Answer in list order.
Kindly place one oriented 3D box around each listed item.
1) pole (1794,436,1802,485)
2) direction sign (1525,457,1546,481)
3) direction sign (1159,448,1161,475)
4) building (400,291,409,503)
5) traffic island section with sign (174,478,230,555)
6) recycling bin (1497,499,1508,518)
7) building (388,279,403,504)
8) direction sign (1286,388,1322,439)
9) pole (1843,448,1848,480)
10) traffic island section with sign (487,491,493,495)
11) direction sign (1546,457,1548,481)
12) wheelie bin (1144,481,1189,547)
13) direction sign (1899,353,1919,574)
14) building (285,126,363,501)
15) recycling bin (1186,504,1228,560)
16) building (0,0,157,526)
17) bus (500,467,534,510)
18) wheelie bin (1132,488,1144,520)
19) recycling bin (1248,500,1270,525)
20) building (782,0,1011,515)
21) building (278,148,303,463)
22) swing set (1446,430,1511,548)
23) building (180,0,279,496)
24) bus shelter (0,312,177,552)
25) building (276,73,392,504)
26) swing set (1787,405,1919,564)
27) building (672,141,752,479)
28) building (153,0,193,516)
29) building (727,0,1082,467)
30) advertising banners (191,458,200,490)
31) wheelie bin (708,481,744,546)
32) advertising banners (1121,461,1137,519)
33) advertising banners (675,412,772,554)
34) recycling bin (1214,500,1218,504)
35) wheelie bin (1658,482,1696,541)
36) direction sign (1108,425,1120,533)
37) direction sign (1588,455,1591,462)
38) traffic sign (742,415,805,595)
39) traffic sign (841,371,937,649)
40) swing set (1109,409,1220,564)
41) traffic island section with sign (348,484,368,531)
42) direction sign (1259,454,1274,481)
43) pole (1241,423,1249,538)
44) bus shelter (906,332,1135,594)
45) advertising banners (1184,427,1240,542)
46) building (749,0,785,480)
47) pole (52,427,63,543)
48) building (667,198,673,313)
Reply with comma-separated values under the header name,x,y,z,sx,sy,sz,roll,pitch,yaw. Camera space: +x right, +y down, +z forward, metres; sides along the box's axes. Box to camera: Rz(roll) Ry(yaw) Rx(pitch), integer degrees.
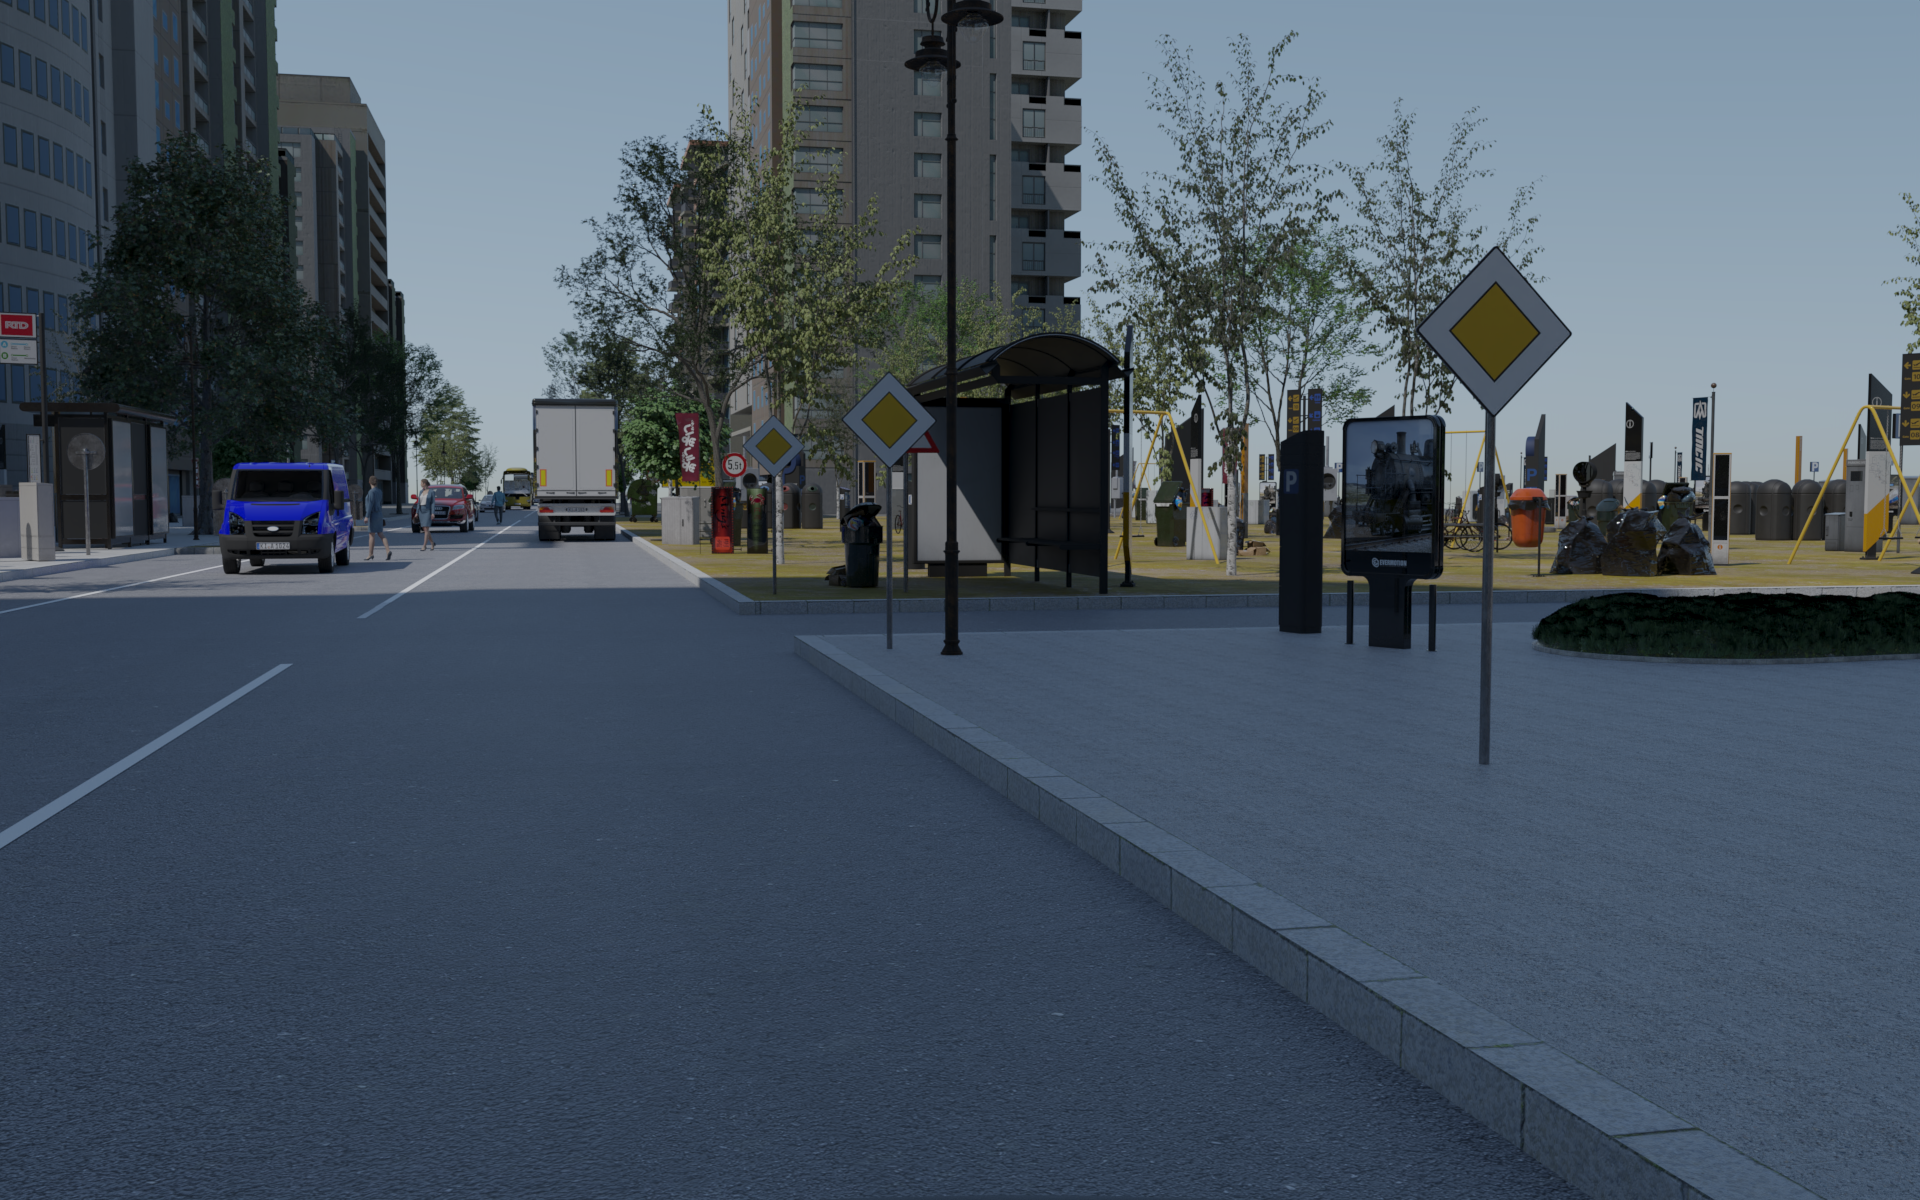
name,x,y,z,sx,sy,sz,roll,pitch,yaw
pole,29.369,-4.090,60.711,0.158,3.312,0.155,0,3,0
direction sign,30.070,-6.038,90.724,0.876,3.537,0.379,1,4,16
direction sign,10.064,-5.647,84.319,0.876,3.537,0.379,3,4,37
building,-83.269,-28.382,235.744,14.160,30.474,14.107,-1,4,-13
traffic island section with sign,-17.862,-2.048,42.114,1.989,1.847,2.006,-1,4,-13
recycling bin,27.190,-4.577,87.384,0.722,1.027,0.722,2,4,28
building,-80.106,-27.543,222.021,14.160,30.474,14.107,-1,4,-13
direction sign,7.413,-2.775,37.364,0.876,3.537,0.379,3,5,44
pole,39.537,-5.110,77.391,0.158,3.312,0.155,0,3,0
traffic island section with sign,-53.568,-11.569,197.788,1.989,1.847,2.006,-1,4,-13
direction sign,34.949,-6.871,104.344,0.876,3.537,0.379,0,4,-6
wheelie bin,5.152,-2.103,42.298,0.693,1.594,0.980,-3,5,-41
direction sign,15.477,-2.183,27.696,0.379,3.537,0.876,-3,4,-39
building,-72.938,-30.776,186.779,14.154,41.232,14.086,-1,4,-13
recycling bin,4.906,-1.308,33.946,0.722,1.027,0.722,2,4,32
building,-46.550,-32.197,68.427,21.231,58.520,28.212,-1,4,-13
bus,-41.295,-10.388,161.397,2.896,3.916,12.252,-1,4,-15
wheelie bin,8.811,-4.674,84.332,0.980,1.594,0.693,0,4,-6
recycling bin,12.659,-3.721,73.389,0.722,1.027,0.722,2,4,30
building,-4.932,-26.374,114.811,14.154,41.232,14.086,-1,4,-13
building,-60.724,-22.349,137.100,14.160,30.474,14.107,-1,4,-13
swing set,12.098,-2.797,43.348,2.862,2.851,3.119,-3,4,-38
building,-56.673,-26.877,123.026,14.154,41.232,14.086,-1,4,-13
bus shelter,-20.680,-3.879,41.046,2.179,5.291,8.768,-1,4,-13
building,-79.294,-35.454,203.373,21.300,48.544,21.600,-1,4,-13
swing set,17.031,-2.051,31.151,3.119,2.851,2.862,-2,4,-31
building,-22.761,-34.163,213.183,22.147,44.769,28.867,-1,4,-13
building,-51.393,-27.198,94.794,14.600,45.320,14.200,-1,4,-13
building,-5.394,-34.325,150.456,28.713,52.752,27.495,-1,4,-13
advertising banners,-36.464,-5.365,83.901,0.090,3.025,2.074,1,4,18
wheelie bin,-5.782,-2.137,42.852,0.980,1.594,0.693,3,5,39
advertising banners,8.863,-5.769,90.511,0.090,3.025,2.074,2,4,27
advertising banners,-5.059,-2.500,37.062,2.074,3.025,0.090,0,4,4
recycling bin,11.054,-3.954,77.204,0.722,1.027,0.722,-1,4,-12
wheelie bin,19.296,-2.363,46.543,0.980,1.594,0.693,0,4,-4
direction sign,4.867,-3.943,56.468,0.876,3.537,0.379,-3,4,-36
direction sign,36.719,-6.672,101.081,0.379,3.537,0.876,2,4,27
traffic sign,-2.371,-1.127,22.072,0.795,2.450,0.064,-1,4,-13
traffic sign,-0.586,-0.651,14.288,0.795,2.450,0.064,-1,4,-13
swing set,2.878,-2.111,32.138,3.119,2.851,2.862,-3,4,-37
traffic island section with sign,-23.886,-3.655,68.390,1.989,1.847,2.006,-1,4,-13
direction sign,17.304,-6.472,97.815,0.876,3.537,0.379,2,4,26
pole,8.223,-3.436,50.025,0.158,3.312,0.155,0,3,0
bus shelter,0.596,-1.861,24.356,2.014,3.302,5.546,-1,4,-13
advertising banners,6.473,-3.042,45.920,2.074,3.025,0.090,2,4,34
building,-7.870,-29.259,128.496,14.600,45.320,14.200,-1,4,-13
pole,-23.722,-3.162,45.537,0.158,3.312,0.155,0,3,0
building,-29.197,-35.881,241.272,22.147,44.769,28.867,-1,4,-13
